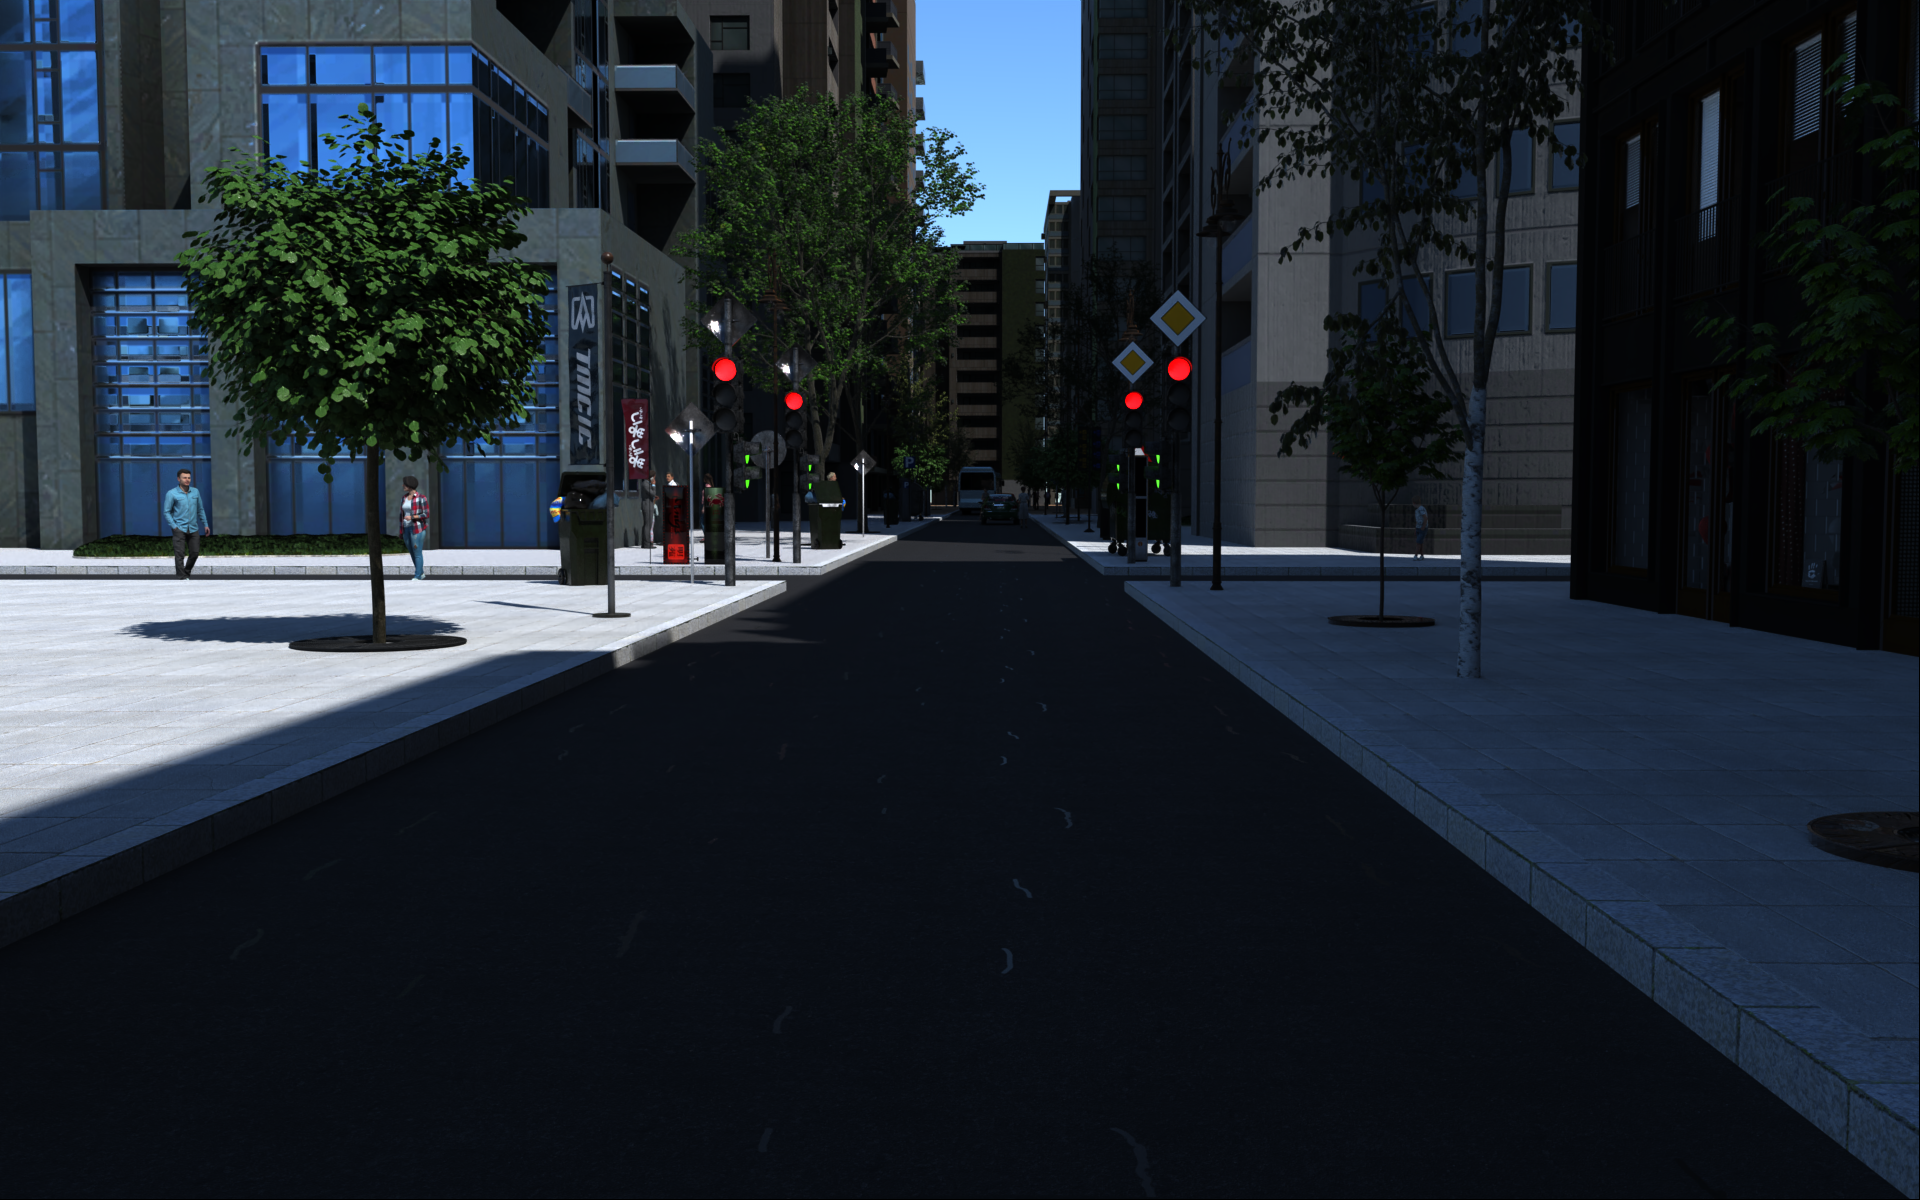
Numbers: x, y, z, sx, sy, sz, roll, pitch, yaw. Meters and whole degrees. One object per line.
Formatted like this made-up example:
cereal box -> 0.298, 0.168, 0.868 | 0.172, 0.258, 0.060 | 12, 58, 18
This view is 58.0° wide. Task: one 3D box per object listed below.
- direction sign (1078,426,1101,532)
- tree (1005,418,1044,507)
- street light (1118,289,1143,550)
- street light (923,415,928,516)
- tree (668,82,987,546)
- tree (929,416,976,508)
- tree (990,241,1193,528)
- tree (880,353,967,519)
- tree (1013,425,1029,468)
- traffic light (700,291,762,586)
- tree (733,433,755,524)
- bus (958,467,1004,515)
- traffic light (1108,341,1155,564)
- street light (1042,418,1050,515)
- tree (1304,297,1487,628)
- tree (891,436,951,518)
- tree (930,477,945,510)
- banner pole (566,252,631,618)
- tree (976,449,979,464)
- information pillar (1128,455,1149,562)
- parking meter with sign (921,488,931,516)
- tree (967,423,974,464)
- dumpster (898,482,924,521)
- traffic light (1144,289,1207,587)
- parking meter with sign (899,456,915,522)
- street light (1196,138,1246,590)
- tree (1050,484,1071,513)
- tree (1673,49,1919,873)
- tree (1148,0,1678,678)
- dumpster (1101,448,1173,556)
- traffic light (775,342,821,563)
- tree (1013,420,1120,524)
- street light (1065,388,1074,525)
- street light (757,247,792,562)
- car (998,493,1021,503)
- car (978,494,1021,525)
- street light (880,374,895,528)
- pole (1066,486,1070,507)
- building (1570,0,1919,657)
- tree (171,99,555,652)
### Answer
direction sign -> 4.334, -4.037, 58.007 | 0.876, 3.537, 0.379 | -2, 4, -25
tree -> 6.525, -13.150, 165.366 | 4.737, 8.622, 4.395 | 0, 3, 0
street light -> 3.846, -4.067, 39.284 | 0.468, 5.910, 1.993 | 0, 4, 1
street light -> -1.942, -7.730, 99.168 | 0.468, 5.910, 1.993 | 0, 4, 1
tree -> -3.351, -7.162, 42.848 | 9.928, 11.665, 9.643 | 0, 3, 0
tree -> -1.175, -12.690, 157.842 | 4.360, 8.622, 3.978 | 0, 3, 0
tree -> 5.258, -7.970, 64.729 | 8.767, 10.594, 7.601 | 0, 4, 3
tree -> -2.228, -8.500, 89.343 | 4.737, 8.622, 4.395 | 0, 3, 0
tree -> 7.472, -13.920, 177.951 | 4.360, 8.622, 3.978 | 0, 3, 0
traffic light -> -3.188, -2.148, 24.044 | 0.839, 4.253, 0.868 | 0, 4, 1
tree -> -10.233, -5.519, 73.946 | 4.285, 4.588, 4.351 | 0, 3, 0
bus -> 1.529, -7.885, 123.779 | 2.948, 3.499, 13.247 | 0, 4, 3
traffic light -> 3.152, -2.629, 31.905 | 0.839, 4.253, 0.868 | 0, 4, 1
street light -> 5.215, -8.116, 105.476 | 0.468, 5.910, 1.993 | 0, 4, 1
tree -> 4.300, -1.370, 17.009 | 1.663, 3.219, 1.824 | 0, 3, 0
tree -> -2.124, -6.797, 94.849 | 4.285, 4.588, 4.351 | 0, 3, 0
tree -> -1.901, -9.040, 142.412 | 1.663, 3.219, 1.824 | 0, 3, 0
banner pole -> -3.828, -1.721, 18.152 | 0.863, 3.779, 0.401 | 3, 4, 38
tree -> -0.014, -14.354, 185.055 | 4.360, 8.622, 3.978 | 0, 3, 0
information pillar -> 3.378, -1.735, 32.860 | 0.304, 2.012, 0.304 | -1, 4, -13
parking meter with sign -> -1.987, -6.496, 102.467 | 0.543, 3.016, 1.738 | -1, 4, -12
tree -> -0.599, -13.261, 167.181 | 4.737, 8.622, 4.395 | 0, 3, 0
dumpster -> -2.375, -4.728, 83.061 | 1.264, 1.857, 1.865 | 0, 4, 1
traffic light -> 2.972, -2.141, 23.922 | 0.839, 4.253, 0.868 | 0, 4, 1
parking meter with sign -> -2.530, -5.163, 80.680 | 0.543, 3.016, 1.738 | -1, 4, -14
street light -> 3.432, -3.070, 22.980 | 0.468, 5.910, 1.993 | 0, 4, 1
tree -> 6.640, -7.489, 117.040 | 1.663, 3.219, 1.824 | 0, 3, 0
tree -> 3.730, -0.709, 6.194 | 1.663, 3.219, 1.824 | 0, 3, 0
tree -> 3.417, -3.774, 12.067 | 4.360, 8.622, 3.978 | 0, 3, 0
dumpster -> 3.768, -2.072, 36.371 | 1.502, 2.255, 1.985 | 0, 4, 1
traffic light -> -3.009, -2.636, 32.027 | 0.839, 4.253, 0.868 | 0, 4, 1
tree -> 5.645, -5.975, 81.405 | 4.285, 4.588, 4.351 | 0, 3, 0
street light -> 4.507, -6.100, 72.519 | 0.468, 5.910, 1.993 | 0, 4, 1
street light -> -3.479, -3.663, 32.679 | 0.468, 5.910, 1.993 | 0, 4, 1
car -> 2.878, -6.316, 112.311 | 2.155, 1.783, 4.494 | 0, 4, 2
car -> 1.915, -4.324, 82.502 | 2.131, 1.459, 4.920 | 0, 4, 1
street light -> -2.733, -5.679, 65.636 | 0.468, 5.910, 1.993 | 0, 4, 1
pole -> 5.238, -5.523, 84.139 | 0.158, 3.312, 0.155 | 0, 3, 0
building -> 13.444, -11.181, 12.487 | 12.332, 23.373, 15.834 | 0, 4, 1
tree -> -4.943, -1.894, 14.682 | 4.285, 4.588, 4.351 | 0, 3, 0
